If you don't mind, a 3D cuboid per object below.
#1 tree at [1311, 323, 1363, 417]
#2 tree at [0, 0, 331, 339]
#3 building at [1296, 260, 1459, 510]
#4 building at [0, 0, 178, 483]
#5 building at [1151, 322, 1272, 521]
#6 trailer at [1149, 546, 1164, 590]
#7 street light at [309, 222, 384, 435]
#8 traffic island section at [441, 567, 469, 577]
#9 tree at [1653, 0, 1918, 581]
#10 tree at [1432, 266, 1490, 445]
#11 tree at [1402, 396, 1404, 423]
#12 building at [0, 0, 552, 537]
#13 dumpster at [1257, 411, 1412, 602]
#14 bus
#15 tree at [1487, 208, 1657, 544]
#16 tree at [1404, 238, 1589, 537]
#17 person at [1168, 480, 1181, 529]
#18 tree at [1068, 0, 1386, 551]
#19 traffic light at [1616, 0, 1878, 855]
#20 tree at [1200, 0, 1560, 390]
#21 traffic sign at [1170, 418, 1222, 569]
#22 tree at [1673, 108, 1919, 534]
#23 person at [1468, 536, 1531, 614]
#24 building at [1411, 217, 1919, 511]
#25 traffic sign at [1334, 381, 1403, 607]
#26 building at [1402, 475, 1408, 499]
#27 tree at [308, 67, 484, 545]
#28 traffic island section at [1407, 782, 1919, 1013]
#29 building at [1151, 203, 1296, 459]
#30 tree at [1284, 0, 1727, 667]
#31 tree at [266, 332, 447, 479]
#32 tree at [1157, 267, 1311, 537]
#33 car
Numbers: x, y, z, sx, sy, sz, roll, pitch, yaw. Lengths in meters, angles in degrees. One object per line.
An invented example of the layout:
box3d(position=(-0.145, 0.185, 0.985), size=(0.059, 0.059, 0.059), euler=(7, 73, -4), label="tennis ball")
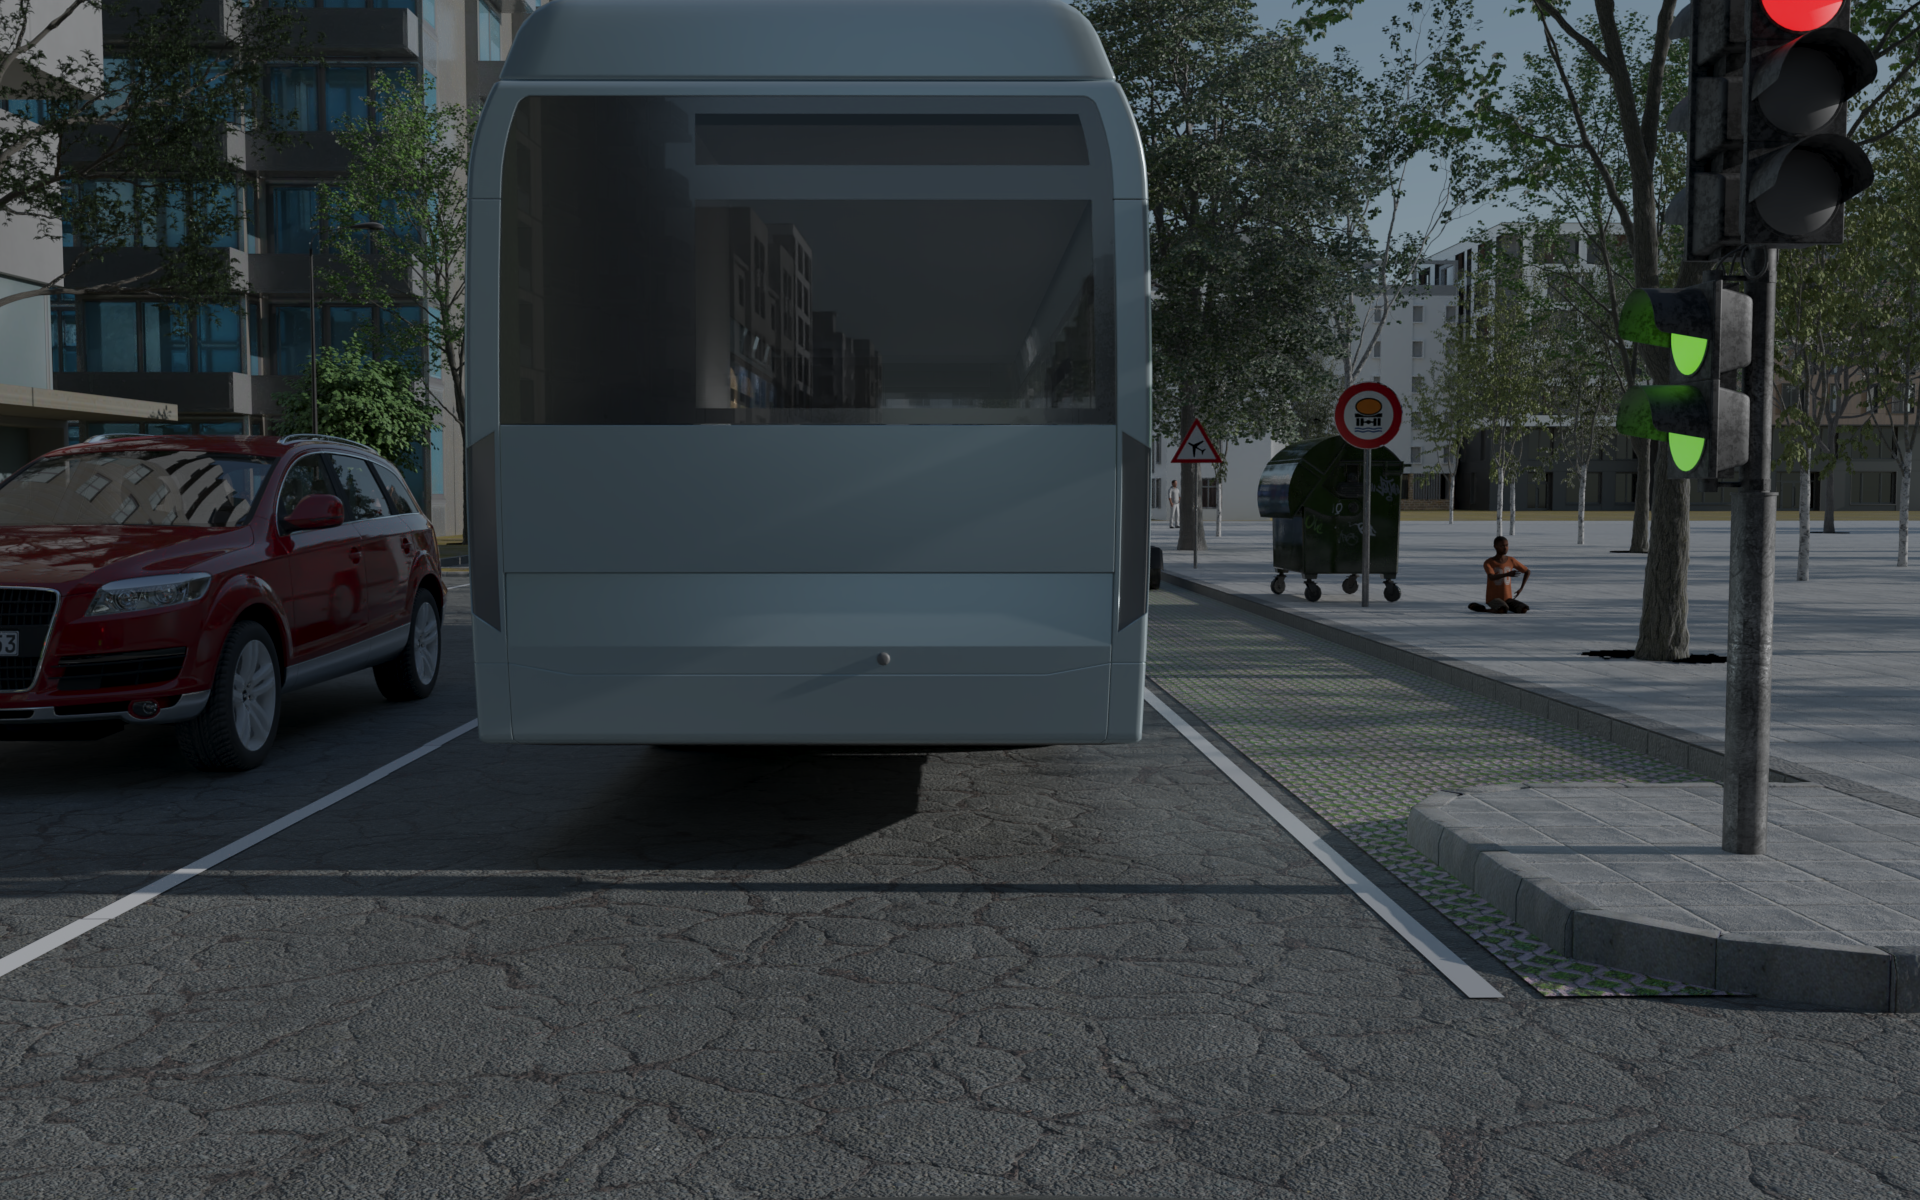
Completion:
box3d(position=(14.622, -7.504, 73.061), size=(4.360, 8.622, 3.978), euler=(0, 3, 0), label="tree")
box3d(position=(-11.069, -5.180, 19.110), size=(7.601, 10.594, 8.767), euler=(0, 4, 1), label="tree")
box3d(position=(34.282, -17.758, 146.767), size=(11.380, 20.091, 16.016), euler=(0, 4, -1), label="building")
box3d(position=(-29.167, -26.366, 20.325), size=(28.713, 52.752, 27.495), euler=(0, 4, -1), label="building")
box3d(position=(10.375, -9.509, 97.615), size=(9.099, 9.664, 28.070), euler=(0, 4, -1), label="building")
box3d(position=(2.281, -1.213, 26.885), size=(1.471, 1.999, 3.904), euler=(0, 4, 1), label="trailer")
box3d(position=(-10.554, -3.500, 29.764), size=(1.470, 5.913, 1.316), euler=(0, 4, -1), label="street light")
box3d(position=(-8.792, -0.494, 30.942), size=(1.991, 0.108, 1.994), euler=(0, 4, -1), label="traffic island section")
box3d(position=(12.247, -4.592, 25.440), size=(4.737, 8.622, 4.395), euler=(0, 3, 0), label="tree")
box3d(position=(16.996, -6.327, 53.809), size=(4.360, 8.622, 3.978), euler=(0, 3, 0), label="tree")
box3d(position=(21.035, -7.570, 74.133), size=(4.737, 8.622, 4.395), euler=(0, 3, 0), label="tree")
box3d(position=(-25.535, -27.091, 62.544), size=(23.786, 49.044, 30.456), euler=(0, 4, -1), label="building")
box3d(position=(4.581, -1.149, 21.287), size=(1.502, 2.255, 1.985), euler=(0, 4, -1), label="dumpster")
box3d(position=(-0.595, -1.113, 13.060), size=(2.948, 3.499, 13.247), euler=(0, 4, 0), label="bus")
box3d(position=(15.985, -5.746, 44.312), size=(4.360, 8.622, 3.978), euler=(0, 3, 0), label="tree")
box3d(position=(15.717, -6.063, 49.499), size=(4.737, 8.622, 4.395), euler=(0, 3, 0), label="tree")
box3d(position=(7.990, -3.558, 64.367), size=(0.875, 1.805, 0.789), euler=(-3, 4, -38), label="person")
box3d(position=(5.328, -8.102, 39.117), size=(9.857, 13.997, 8.962), euler=(0, 3, 0), label="tree")
box3d(position=(2.802, -1.052, 6.114), size=(0.839, 4.253, 0.868), euler=(0, 4, -1), label="traffic light")
box3d(position=(15.663, -12.680, 63.211), size=(12.611, 20.169, 13.585), euler=(0, 3, 0), label="tree")
box3d(position=(4.052, -1.820, 29.755), size=(0.884, 2.594, 0.081), euler=(0, 4, 1), label="traffic sign")
box3d(position=(28.181, -8.905, 55.968), size=(12.009, 13.543, 11.850), euler=(0, 3, 0), label="tree")
box3d(position=(5.908, -0.264, 18.651), size=(0.859, 0.850, 0.655), euler=(-1, 4, -10), label="person")
box3d(position=(56.728, -18.181, 141.236), size=(32.646, 21.610, 27.936), euler=(0, 4, -1), label="building")
box3d(position=(4.608, -1.193, 19.618), size=(0.768, 2.556, 0.104), euler=(0, 4, 6), label="traffic sign")
box3d(position=(33.829, -18.983, 176.825), size=(31.486, 18.905, 16.747), euler=(0, 4, -1), label="building")
box3d(position=(-12.555, -7.202, 43.504), size=(9.928, 11.665, 9.643), euler=(0, 3, 0), label="tree")
box3d(position=(2.842, 0.982, 6.229), size=(2.009, 0.180, 2.903), euler=(0, 4, -1), label="traffic island section")
box3d(position=(13.357, -15.961, 117.375), size=(16.016, 20.091, 11.380), euler=(0, 4, -1), label="building")
box3d(position=(5.379, -5.332, 12.938), size=(9.928, 11.665, 9.643), euler=(0, 3, 0), label="tree")
box3d(position=(-12.175, -3.140, 35.054), size=(4.285, 4.588, 4.351), euler=(0, 3, 0), label="tree")
box3d(position=(7.574, -6.216, 51.988), size=(4.360, 8.622, 3.978), euler=(0, 3, 0), label="tree")
box3d(position=(-4.700, -0.118, 10.608), size=(2.281, 1.827, 5.304), euler=(0, 4, -1), label="car")
